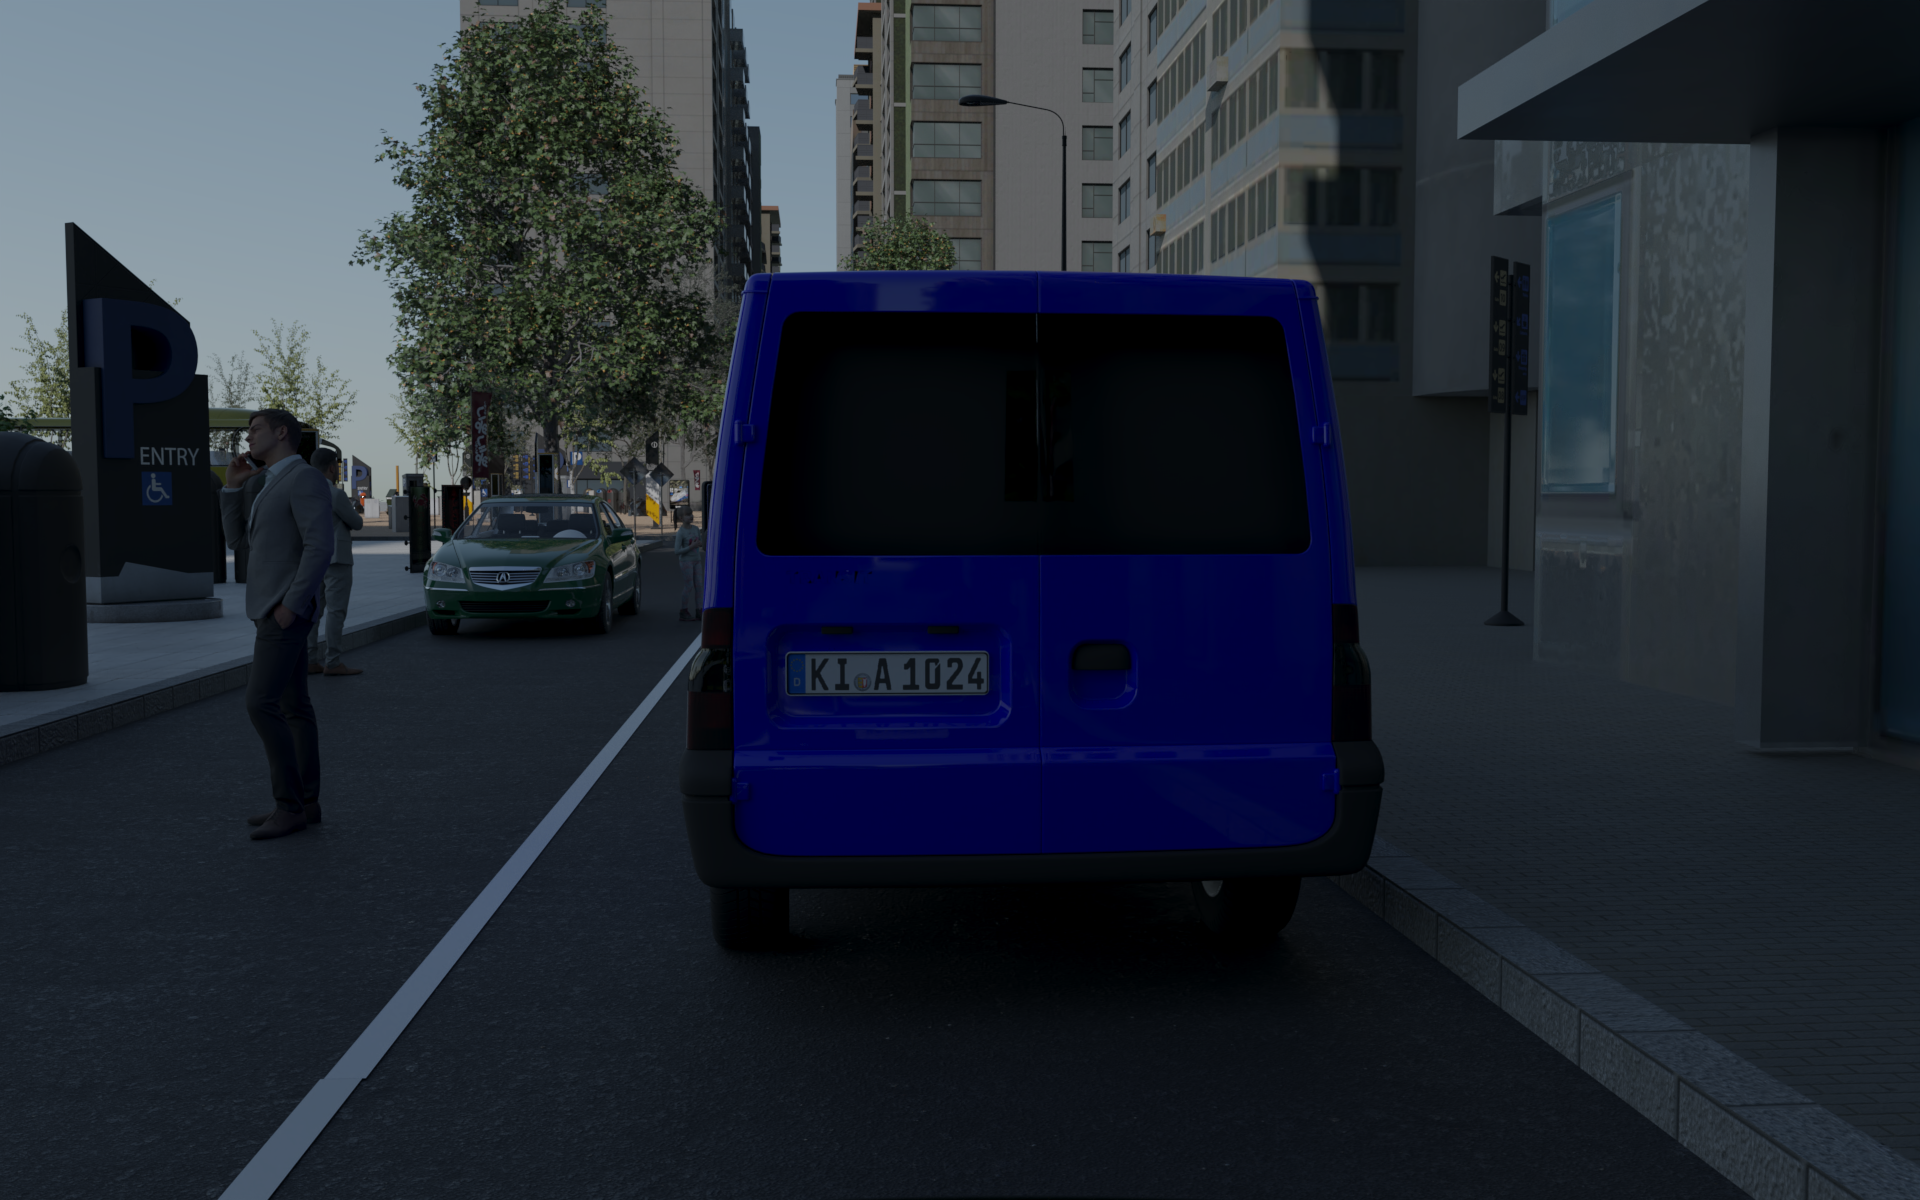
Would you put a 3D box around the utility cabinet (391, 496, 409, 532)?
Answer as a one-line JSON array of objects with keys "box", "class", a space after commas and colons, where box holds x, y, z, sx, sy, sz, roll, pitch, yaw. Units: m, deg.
[{"box": [-18.655, -2.896, 58.508, 0.306, 1.237, 1.020, 3, 5, 43], "class": "utility cabinet"}]

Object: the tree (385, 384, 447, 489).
[{"box": [-33.947, -9.718, 109.254, 4.737, 8.622, 4.395, 0, 3, 0], "class": "tree"}]

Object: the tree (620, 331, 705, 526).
[{"box": [-12.160, -7.251, 68.921, 4.360, 8.622, 3.978, 0, 3, 0], "class": "tree"}]

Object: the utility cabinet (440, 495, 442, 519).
[{"box": [-26.295, -4.786, 89.408, 1.020, 1.237, 0.306, -2, 4, -24], "class": "utility cabinet"}]

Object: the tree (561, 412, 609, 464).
[{"box": [-21.928, -10.894, 112.529, 8.767, 10.594, 7.601, 0, 4, -2], "class": "tree"}]

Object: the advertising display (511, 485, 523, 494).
[{"box": [-30.828, -7.058, 120.618, 0.974, 1.923, 0.123, 2, 4, 25], "class": "advertising display"}]

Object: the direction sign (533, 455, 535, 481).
[{"box": [-25.071, -6.692, 101.412, 0.876, 3.537, 0.379, 2, 4, 25], "class": "direction sign"}]

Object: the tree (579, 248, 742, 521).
[{"box": [-13.314, -10.601, 83.692, 12.009, 13.543, 11.850, 0, 3, 0], "class": "tree"}]

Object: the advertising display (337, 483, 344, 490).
[{"box": [-37.693, -6.120, 105.283, 0.974, 1.923, 0.123, 3, 5, 45], "class": "advertising display"}]

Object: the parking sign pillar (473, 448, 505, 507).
[{"box": [-21.224, -5.512, 78.599, 1.447, 3.967, 1.447, 1, 4, 21], "class": "parking sign pillar"}]

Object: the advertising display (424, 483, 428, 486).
[{"box": [-30.436, -5.642, 97.464, 0.974, 1.923, 0.123, -1, 4, -15], "class": "advertising display"}]

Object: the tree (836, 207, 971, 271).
[{"box": [-2.166, -9.326, 69.490, 9.611, 12.733, 9.660, 0, 3, 0], "class": "tree"}]

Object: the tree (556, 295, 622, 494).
[{"box": [-12.996, -6.584, 58.014, 4.737, 8.622, 4.395, 0, 3, 0], "class": "tree"}]

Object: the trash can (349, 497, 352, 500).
[{"box": [-30.931, -4.614, 87.093, 0.748, 1.137, 0.748, 0, 3, 0], "class": "trash can"}]

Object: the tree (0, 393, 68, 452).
[{"box": [-18.367, -2.365, 33.271, 1.663, 3.219, 1.824, 0, 3, 0], "class": "tree"}]

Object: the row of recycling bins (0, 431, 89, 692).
[{"box": [-7.005, -0.199, 10.366, 1.069, 1.692, 3.534, 2, 4, 33], "class": "row of recycling bins"}]

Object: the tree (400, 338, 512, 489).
[{"box": [-22.022, -7.623, 74.995, 4.360, 8.622, 3.978, 0, 3, 0], "class": "tree"}]

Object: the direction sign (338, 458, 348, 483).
[{"box": [-39.097, -7.199, 109.705, 0.876, 3.537, 0.379, 2, 4, 26], "class": "direction sign"}]

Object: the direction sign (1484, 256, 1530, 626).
[{"box": [5.335, -1.522, 16.875, 0.379, 3.537, 0.876, 3, 5, 40], "class": "direction sign"}]

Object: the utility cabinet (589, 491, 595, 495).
[{"box": [-22.809, -6.033, 107.322, 0.318, 1.500, 1.173, 0, 4, -8], "class": "utility cabinet"}]

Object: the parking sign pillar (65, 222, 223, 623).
[{"box": [-8.394, -1.792, 17.774, 1.447, 3.967, 1.447, 2, 4, 30], "class": "parking sign pillar"}]

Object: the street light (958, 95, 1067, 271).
[{"box": [0.681, -2.925, 20.359, 1.470, 5.913, 1.316, 0, 4, -5], "class": "street light"}]

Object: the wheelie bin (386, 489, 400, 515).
[{"box": [-34.644, -5.991, 105.853, 0.980, 1.594, 0.693, 2, 4, 31], "class": "wheelie bin"}]

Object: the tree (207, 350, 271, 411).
[{"box": [-37.197, -8.415, 87.941, 4.360, 8.622, 3.978, 0, 3, 0], "class": "tree"}]

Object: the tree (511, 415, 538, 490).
[{"box": [-27.622, -9.436, 104.641, 4.360, 8.622, 3.978, 0, 3, 0], "class": "tree"}]

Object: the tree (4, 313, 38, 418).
[{"box": [-36.161, -7.469, 72.473, 4.737, 8.622, 4.395, 0, 3, 0], "class": "tree"}]

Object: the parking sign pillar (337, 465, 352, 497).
[{"box": [-38.611, -7.231, 106.692, 1.447, 3.967, 1.447, 0, 4, -6], "class": "parking sign pillar"}]

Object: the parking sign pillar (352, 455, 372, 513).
[{"box": [-41.045, -7.969, 118.764, 1.447, 3.967, 1.447, 0, 4, 4], "class": "parking sign pillar"}]

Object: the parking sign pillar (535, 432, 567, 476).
[{"box": [-17.648, -5.284, 74.859, 1.447, 3.967, 1.447, -1, 4, -16], "class": "parking sign pillar"}]

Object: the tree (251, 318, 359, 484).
[{"box": [-27.702, -7.475, 72.575, 4.737, 8.622, 4.395, 0, 3, 0], "class": "tree"}]

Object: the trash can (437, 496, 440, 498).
[{"box": [-36.370, -6.731, 121.702, 0.748, 1.137, 0.748, 0, 3, 0], "class": "trash can"}]

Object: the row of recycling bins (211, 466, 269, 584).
[{"box": [-11.419, -1.076, 24.705, 3.534, 1.692, 1.069, -1, 4, -21], "class": "row of recycling bins"}]

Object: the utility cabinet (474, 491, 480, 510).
[{"box": [-29.791, -6.082, 108.112, 1.173, 1.500, 0.318, 2, 4, 28], "class": "utility cabinet"}]

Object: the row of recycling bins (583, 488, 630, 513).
[{"box": [-24.265, -6.841, 118.958, 3.534, 1.692, 1.069, 1, 4, 17], "class": "row of recycling bins"}]

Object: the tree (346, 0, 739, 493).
[{"box": [-9.348, -7.491, 39.488, 9.611, 12.733, 9.660, 0, 3, 0], "class": "tree"}]

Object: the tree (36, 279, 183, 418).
[{"box": [-28.427, -6.656, 59.181, 4.737, 8.622, 4.395, 0, 3, 0], "class": "tree"}]

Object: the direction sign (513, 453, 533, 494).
[{"box": [-24.358, -6.366, 96.086, 0.876, 3.537, 0.379, 0, 4, -1], "class": "direction sign"}]

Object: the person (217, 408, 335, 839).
[{"box": [-2.921, 0.077, 7.415, 0.473, 1.802, 0.592, -1, 4, -19], "class": "person"}]

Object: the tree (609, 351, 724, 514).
[{"box": [-14.171, -10.123, 99.917, 8.767, 10.594, 7.601, 2, 4, 26], "class": "tree"}]

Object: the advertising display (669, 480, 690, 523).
[{"box": [-12.603, -4.442, 77.837, 0.974, 1.923, 0.123, 1, 4, 19], "class": "advertising display"}]
